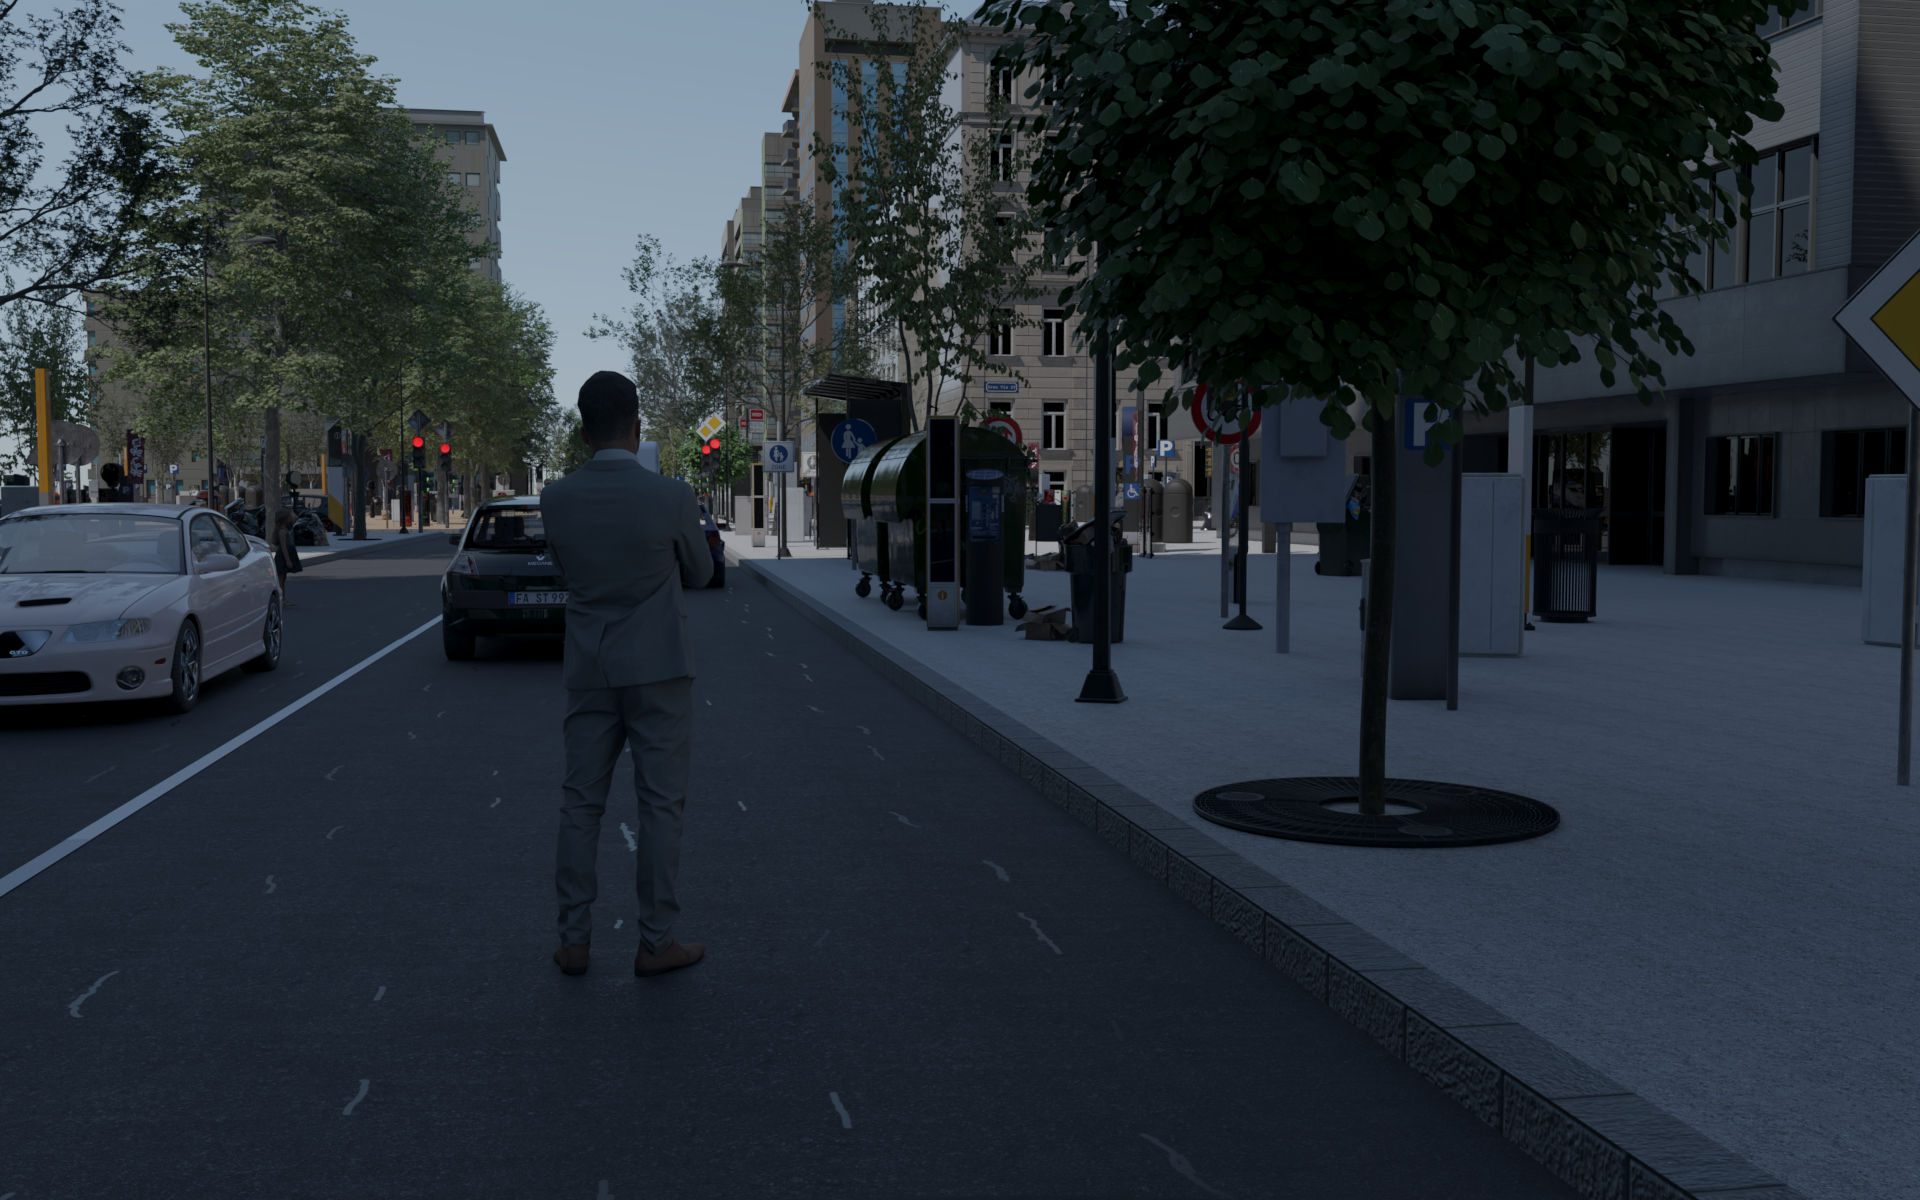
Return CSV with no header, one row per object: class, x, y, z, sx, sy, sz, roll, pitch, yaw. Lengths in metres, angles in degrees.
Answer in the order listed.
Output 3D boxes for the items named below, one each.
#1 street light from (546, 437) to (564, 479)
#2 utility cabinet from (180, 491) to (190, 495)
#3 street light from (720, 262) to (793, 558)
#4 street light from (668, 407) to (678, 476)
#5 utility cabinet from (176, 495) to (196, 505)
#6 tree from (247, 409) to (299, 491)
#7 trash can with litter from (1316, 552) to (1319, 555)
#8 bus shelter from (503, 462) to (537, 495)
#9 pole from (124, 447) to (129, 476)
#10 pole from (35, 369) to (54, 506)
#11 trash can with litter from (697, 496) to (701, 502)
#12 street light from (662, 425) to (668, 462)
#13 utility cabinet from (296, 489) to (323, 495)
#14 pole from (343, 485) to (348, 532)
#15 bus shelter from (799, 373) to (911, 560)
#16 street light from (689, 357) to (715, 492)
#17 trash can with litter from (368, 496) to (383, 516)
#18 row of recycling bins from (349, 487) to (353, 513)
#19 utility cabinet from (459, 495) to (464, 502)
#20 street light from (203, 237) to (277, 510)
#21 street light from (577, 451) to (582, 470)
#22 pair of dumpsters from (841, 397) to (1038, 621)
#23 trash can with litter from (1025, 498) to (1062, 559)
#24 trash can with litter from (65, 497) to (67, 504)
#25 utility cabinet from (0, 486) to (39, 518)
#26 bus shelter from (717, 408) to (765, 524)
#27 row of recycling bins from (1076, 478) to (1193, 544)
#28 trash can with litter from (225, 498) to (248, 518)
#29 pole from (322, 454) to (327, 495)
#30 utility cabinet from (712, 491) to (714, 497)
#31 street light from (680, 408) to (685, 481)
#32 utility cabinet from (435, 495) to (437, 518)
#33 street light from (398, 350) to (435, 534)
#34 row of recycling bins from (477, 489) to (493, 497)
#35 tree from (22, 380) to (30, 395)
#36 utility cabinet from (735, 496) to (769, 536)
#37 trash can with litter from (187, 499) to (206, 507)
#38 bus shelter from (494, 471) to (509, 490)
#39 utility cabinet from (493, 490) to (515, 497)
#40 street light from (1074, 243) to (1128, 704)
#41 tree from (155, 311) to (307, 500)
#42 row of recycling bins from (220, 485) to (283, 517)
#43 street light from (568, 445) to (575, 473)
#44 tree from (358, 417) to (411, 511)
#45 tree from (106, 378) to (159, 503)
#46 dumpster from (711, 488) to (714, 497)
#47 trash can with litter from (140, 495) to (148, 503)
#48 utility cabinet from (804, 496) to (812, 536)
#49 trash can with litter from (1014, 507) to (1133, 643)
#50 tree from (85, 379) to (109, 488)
street light,-32.897,-10.251,140.152,1.470,5.913,1.316,-1,4,-10
utility cabinet,-57.774,-7.402,129.701,1.173,1.500,0.318,1,4,10
street light,-4.099,-3.811,34.855,1.470,5.913,1.316,-1,4,-10
street light,-14.730,-7.349,92.695,1.470,5.913,1.316,-1,4,-10
utility cabinet,-36.344,-4.304,81.539,0.306,1.237,1.020,2,4,34
tree,-51.431,-11.025,130.623,4.737,8.622,4.395,0,3,0
trash can with litter,7.678,-1.423,34.655,1.055,1.170,0.624,1,4,21
bus shelter,-29.517,-8.415,115.221,2.179,5.291,8.768,-1,4,-10
pole,-36.334,-4.999,75.582,0.158,3.312,0.155,0,3,0
pole,-14.949,-2.108,28.316,0.158,3.312,0.155,0,3,0
trash can with litter,-15.366,-5.427,100.121,1.055,1.170,0.624,0,4,-8
street light,-19.122,-8.813,116.625,1.470,5.913,1.316,-1,4,-10
utility cabinet,-28.842,-4.160,76.700,1.173,1.500,0.318,-2,4,-33
pole,-20.410,-3.890,57.451,0.158,3.312,0.155,0,3,0
bus shelter,-2.274,-2.795,36.974,1.731,3.624,6.357,-1,4,-10
street light,-8.462,-5.275,58.790,1.470,5.913,1.316,-1,4,-10
trash can with litter,-34.561,-5.556,102.223,1.055,1.170,0.624,3,4,36
row of recycling bins,-36.606,-5.879,103.230,1.069,1.692,3.534,-1,4,-16
utility cabinet,-38.545,-7.519,134.091,0.306,1.237,1.020,-1,4,-21
street light,-13.042,-3.599,31.389,1.470,5.913,1.316,-1,4,-10
street light,-41.895,-13.225,188.772,1.470,5.913,1.316,-1,4,-10
pair of dumpsters,-0.301,-1.042,19.523,1.574,2.255,4.437,-1,4,-11
trash can with litter,1.389,-1.417,34.233,2.233,1.210,1.678,1,4,13
trash can with litter,-36.480,-3.728,72.013,2.233,1.210,1.678,-3,4,-37
utility cabinet,-25.107,-2.317,46.569,1.173,1.500,0.318,0,4,-4
bus shelter,-9.793,-6.190,78.831,2.179,5.291,8.768,-1,4,-10
row of recycling bins,4.761,-2.386,46.121,1.069,1.692,3.534,-3,5,-41
trash can with litter,-21.955,-2.480,51.927,1.055,1.170,0.624,-3,4,-37
pole,-32.635,-5.816,88.935,0.158,3.312,0.155,0,3,0
utility cabinet,-17.460,-7.186,126.176,1.173,1.500,0.318,0,4,7
street light,-10.151,-5.827,67.813,1.470,5.913,1.316,-1,4,-10
utility cabinet,-28.161,-5.044,93.628,0.306,1.237,1.020,-1,4,-20
street light,-17.427,-5.096,55.856,1.470,5.913,1.316,-1,4,-10
row of recycling bins,-35.963,-7.753,133.867,3.534,1.692,1.069,-1,4,-9
tree,-40.776,-7.381,71.040,4.360,8.622,3.978,0,3,0
utility cabinet,-6.448,-2.602,53.705,1.020,1.237,0.306,0,4,0
trash can with litter,-16.275,-1.519,36.228,1.055,1.170,0.624,1,4,14
bus shelter,-33.803,-8.281,129.317,2.014,3.302,5.546,-1,4,-10
utility cabinet,-25.711,-5.442,97.662,1.173,1.500,0.318,0,4,-1
street light,0.345,-2.321,10.483,1.470,5.913,1.316,-1,4,-10
tree,-29.157,-7.285,69.473,4.360,8.622,3.978,0,3,0
row of recycling bins,-33.902,-4.610,82.487,3.534,1.692,1.069,1,4,11
street light,-37.410,-11.738,164.461,1.470,5.913,1.316,-1,4,-10
tree,-43.927,-11.149,132.644,4.360,8.622,3.978,0,3,0
tree,-44.507,-8.930,96.376,4.360,8.622,3.978,0,3,0
dumpster,-20.027,-8.322,138.557,1.502,2.255,1.985,-1,4,-10
trash can with litter,-55.601,-6.498,117.293,2.233,1.210,1.678,0,4,-3
utility cabinet,-4.948,-2.575,53.266,0.306,1.237,1.020,-3,5,-41
trash can with litter,0.968,-0.224,15.058,1.055,1.170,0.624,2,4,32
tree,-51.644,-9.535,106.263,4.360,8.622,3.978,0,3,0
